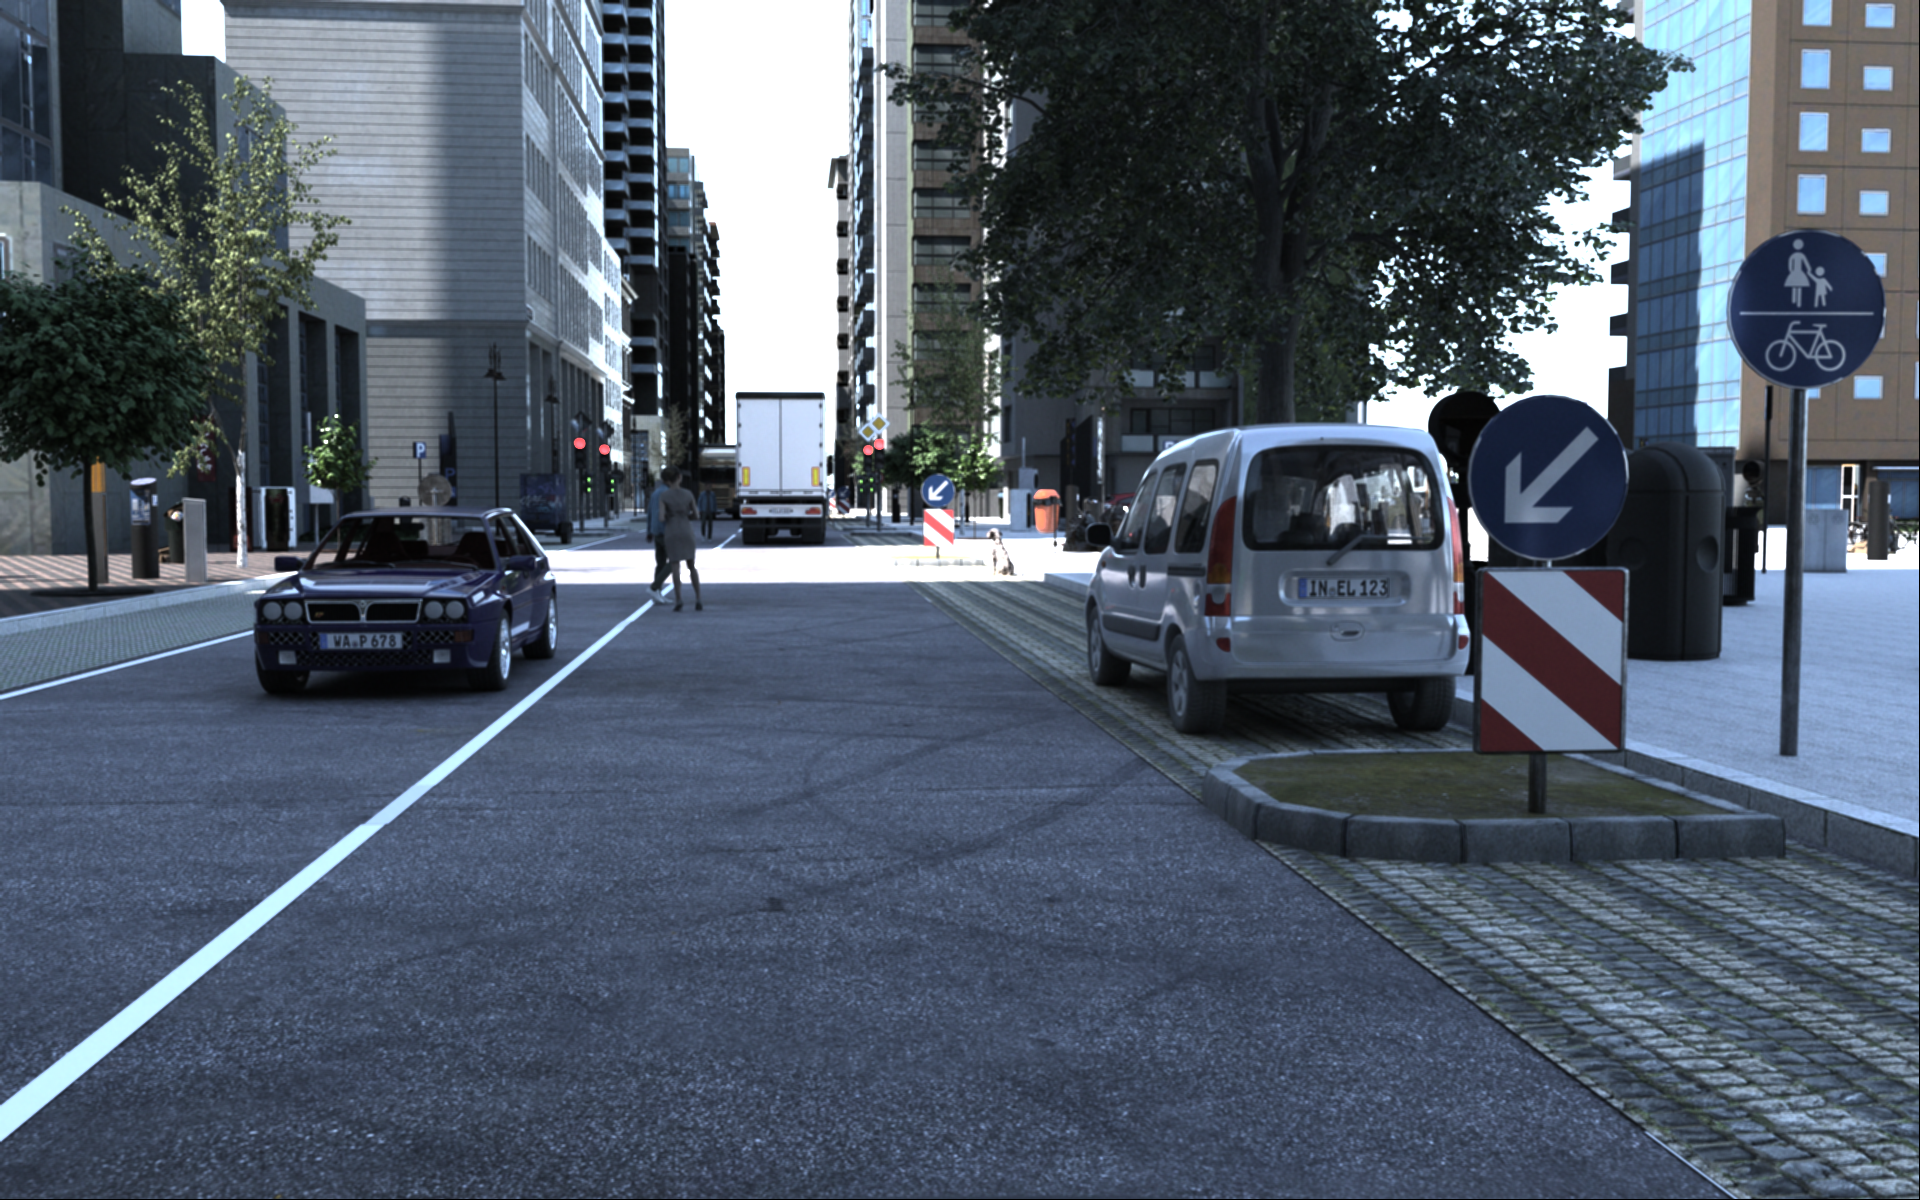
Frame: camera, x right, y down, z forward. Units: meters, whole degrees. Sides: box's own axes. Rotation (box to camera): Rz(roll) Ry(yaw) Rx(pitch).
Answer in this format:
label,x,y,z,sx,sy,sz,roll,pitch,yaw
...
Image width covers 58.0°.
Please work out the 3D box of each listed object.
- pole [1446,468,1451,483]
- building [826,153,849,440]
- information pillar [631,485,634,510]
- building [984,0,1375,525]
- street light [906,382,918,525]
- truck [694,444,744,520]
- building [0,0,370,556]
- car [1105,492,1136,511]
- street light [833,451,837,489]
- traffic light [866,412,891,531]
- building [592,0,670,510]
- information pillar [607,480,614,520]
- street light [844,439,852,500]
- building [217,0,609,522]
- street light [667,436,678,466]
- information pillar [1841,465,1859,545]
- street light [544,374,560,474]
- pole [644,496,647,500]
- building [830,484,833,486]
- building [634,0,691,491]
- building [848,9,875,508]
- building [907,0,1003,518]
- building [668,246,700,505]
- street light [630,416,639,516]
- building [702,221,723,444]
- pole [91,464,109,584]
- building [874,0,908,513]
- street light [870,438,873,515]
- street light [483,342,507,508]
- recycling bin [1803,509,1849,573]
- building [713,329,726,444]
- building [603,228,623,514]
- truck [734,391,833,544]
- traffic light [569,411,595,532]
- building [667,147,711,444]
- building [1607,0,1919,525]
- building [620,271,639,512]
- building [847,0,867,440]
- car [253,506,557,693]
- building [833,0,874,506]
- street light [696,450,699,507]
label,x,y,z,sx,sy,sz,roll,pitch,yaw
pole,21.775,-5.099,77.208,0.158,3.312,0.155,0,3,0
building,-5.558,-41.296,264.421,28.713,52.752,27.495,0,4,-6
information pillar,-26.372,-8.234,139.119,0.304,2.012,0.304,-1,4,-15
building,8.649,-23.831,73.226,14.086,41.232,14.154,0,4,-6
street light,-1.995,-6.030,71.382,0.468,5.910,1.993,0,4,-6
truck,-13.612,-6.750,99.271,2.839,4.237,11.283,0,4,-6
building,-33.922,-44.627,42.330,31.000,86.520,22.319,0,4,-6
car,7.278,-3.437,65.232,4.494,1.783,2.155,0,4,-6
street light,-13.283,-12.905,183.777,0.468,5.910,1.993,0,4,-6
traffic light,-2.793,-4.311,59.401,0.839,4.253,0.868,0,4,-6
building,-37.108,-51.430,153.549,22.319,86.520,31.000,0,4,-6
information pillar,-17.209,-4.931,85.111,0.304,2.012,0.304,3,4,37
street light,-9.781,-10.755,148.629,0.468,5.910,1.993,0,4,-6
building,-23.515,-18.514,80.201,11.434,29.767,29.804,0,4,-6
street light,-22.547,-9.932,135.173,0.468,5.910,1.993,0,4,-6
information pillar,22.326,-2.384,43.470,0.304,2.012,0.304,-3,5,-41
street light,-15.650,-5.738,66.599,0.468,5.910,1.993,0,4,-6
pole,-23.220,-8.207,128.024,0.158,3.312,0.155,0,3,0
building,-7.096,-36.611,290.475,32.217,40.220,23.993,0,4,-6
building,-38.823,-45.350,179.732,20.563,71.187,20.611,0,4,-6
building,1.027,-33.775,171.832,23.786,49.044,30.456,0,4,-6
building,3.799,-20.086,100.110,14.160,30.474,14.107,0,4,-6
building,-37.364,-26.142,199.130,14.160,30.474,14.107,0,4,-6
street light,-18.949,-7.836,100.901,0.468,5.910,1.993,0,4,-6
building,-48.263,-37.545,268.479,22.147,44.769,28.867,0,4,-6
pole,-12.295,-1.887,24.690,0.158,3.312,0.155,0,3,0
building,4.126,-35.874,128.539,21.231,58.520,28.212,0,4,-6
street light,-5.428,-8.142,105.913,0.468,5.910,1.993,0,4,-6
street light,-14.146,-4.896,52.837,0.468,5.910,1.993,0,4,-6
recycling bin,14.186,-0.982,28.617,0.722,1.027,0.722,1,4,11
building,-46.558,-31.743,290.705,14.160,30.474,14.107,0,4,-6
building,-26.324,-15.221,103.613,10.420,20.320,16.860,0,4,-6
truck,-5.290,-3.905,52.754,2.839,4.237,11.283,0,4,-4
traffic light,-12.753,-4.249,58.385,0.839,4.253,0.868,0,4,-6
building,-45.959,-37.873,238.824,23.786,49.044,30.456,0,4,-6
building,39.334,-26.130,77.343,14.200,45.320,14.600,0,4,-6
building,-28.604,-15.716,121.580,10.561,19.102,19.286,0,4,-6
building,-7.066,-48.995,239.318,20.563,71.187,20.611,0,4,-6
car,-4.281,-0.072,13.761,1.945,1.354,3.894,0,4,-5
building,-3.336,-54.337,201.075,22.319,86.520,31.000,0,4,-6
street light,-26.803,-12.501,177.184,0.468,5.910,1.993,0,4,-6
